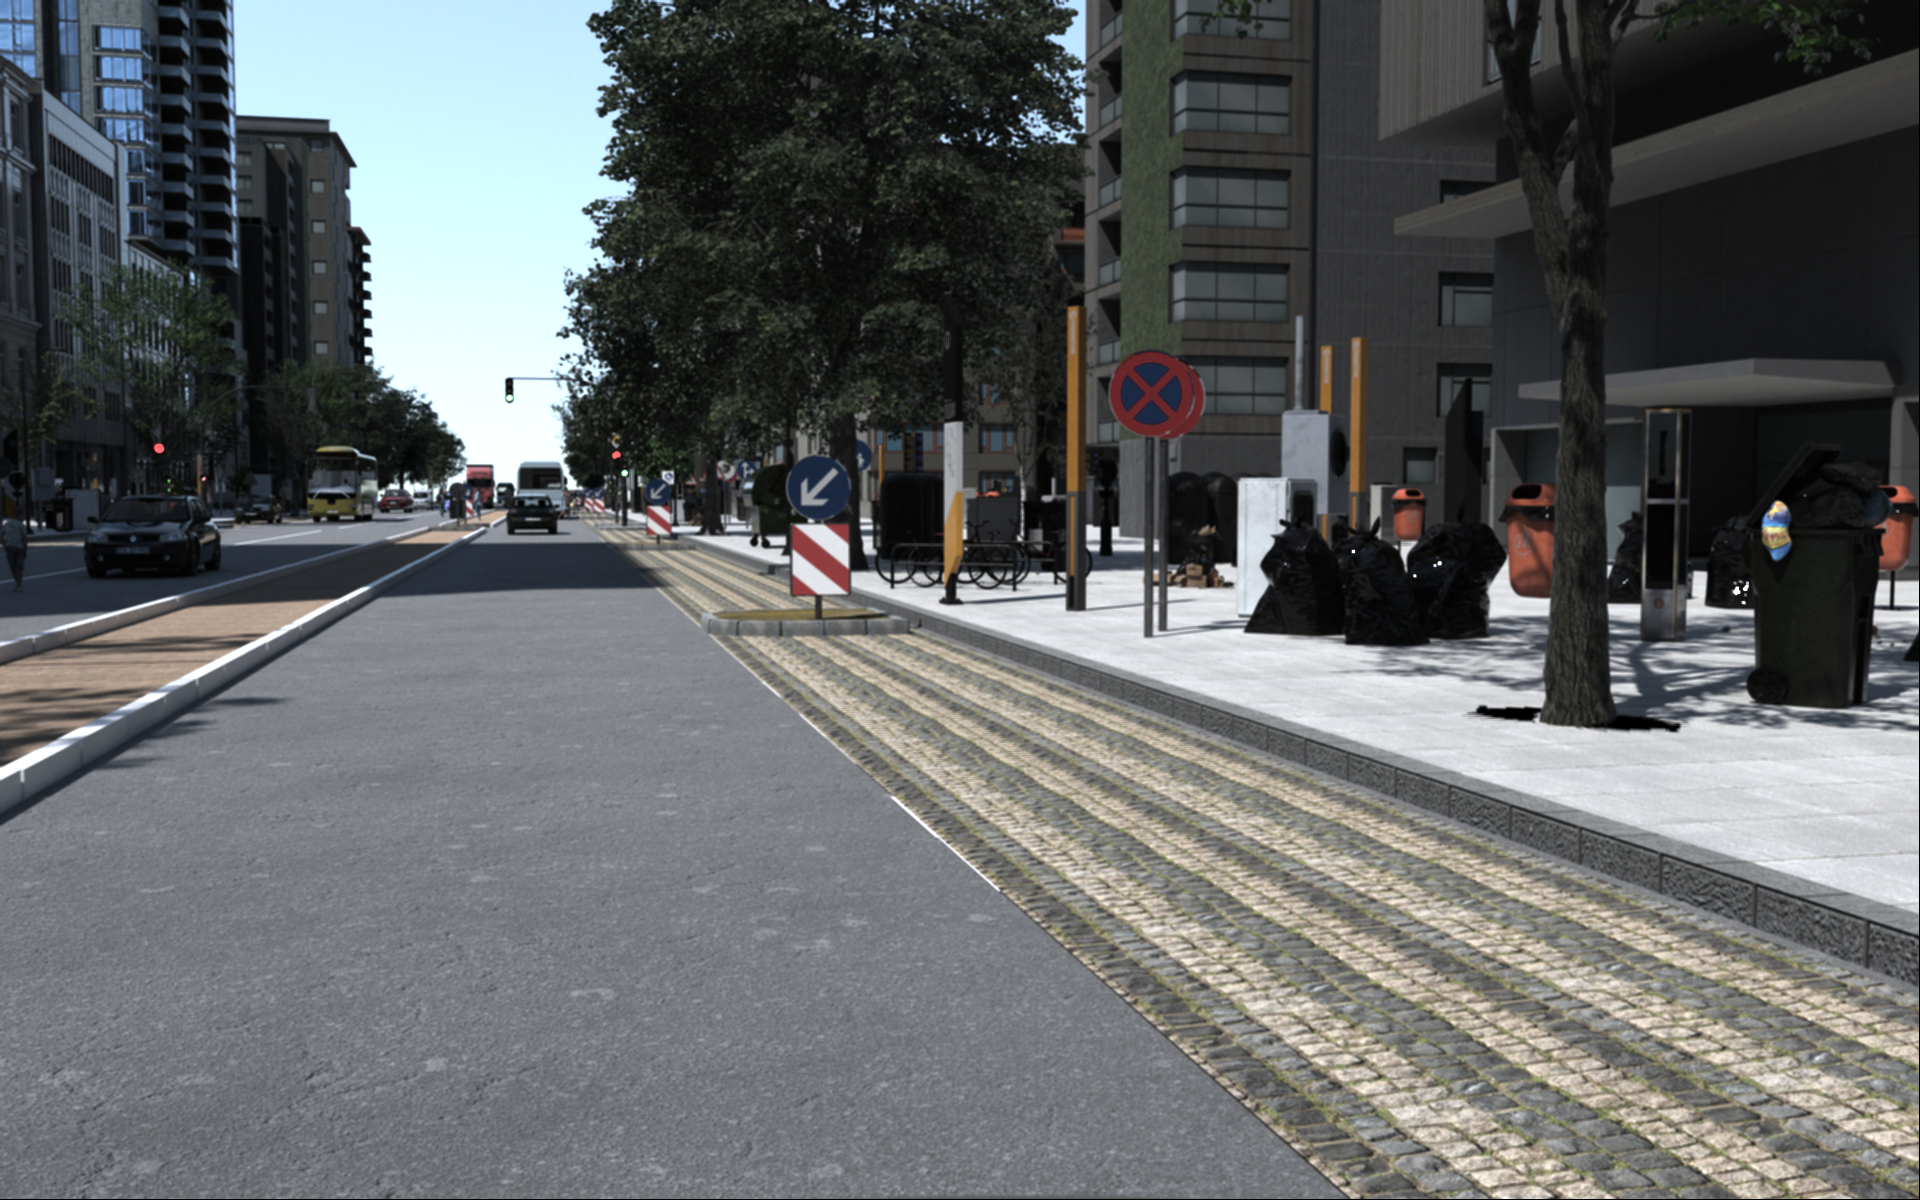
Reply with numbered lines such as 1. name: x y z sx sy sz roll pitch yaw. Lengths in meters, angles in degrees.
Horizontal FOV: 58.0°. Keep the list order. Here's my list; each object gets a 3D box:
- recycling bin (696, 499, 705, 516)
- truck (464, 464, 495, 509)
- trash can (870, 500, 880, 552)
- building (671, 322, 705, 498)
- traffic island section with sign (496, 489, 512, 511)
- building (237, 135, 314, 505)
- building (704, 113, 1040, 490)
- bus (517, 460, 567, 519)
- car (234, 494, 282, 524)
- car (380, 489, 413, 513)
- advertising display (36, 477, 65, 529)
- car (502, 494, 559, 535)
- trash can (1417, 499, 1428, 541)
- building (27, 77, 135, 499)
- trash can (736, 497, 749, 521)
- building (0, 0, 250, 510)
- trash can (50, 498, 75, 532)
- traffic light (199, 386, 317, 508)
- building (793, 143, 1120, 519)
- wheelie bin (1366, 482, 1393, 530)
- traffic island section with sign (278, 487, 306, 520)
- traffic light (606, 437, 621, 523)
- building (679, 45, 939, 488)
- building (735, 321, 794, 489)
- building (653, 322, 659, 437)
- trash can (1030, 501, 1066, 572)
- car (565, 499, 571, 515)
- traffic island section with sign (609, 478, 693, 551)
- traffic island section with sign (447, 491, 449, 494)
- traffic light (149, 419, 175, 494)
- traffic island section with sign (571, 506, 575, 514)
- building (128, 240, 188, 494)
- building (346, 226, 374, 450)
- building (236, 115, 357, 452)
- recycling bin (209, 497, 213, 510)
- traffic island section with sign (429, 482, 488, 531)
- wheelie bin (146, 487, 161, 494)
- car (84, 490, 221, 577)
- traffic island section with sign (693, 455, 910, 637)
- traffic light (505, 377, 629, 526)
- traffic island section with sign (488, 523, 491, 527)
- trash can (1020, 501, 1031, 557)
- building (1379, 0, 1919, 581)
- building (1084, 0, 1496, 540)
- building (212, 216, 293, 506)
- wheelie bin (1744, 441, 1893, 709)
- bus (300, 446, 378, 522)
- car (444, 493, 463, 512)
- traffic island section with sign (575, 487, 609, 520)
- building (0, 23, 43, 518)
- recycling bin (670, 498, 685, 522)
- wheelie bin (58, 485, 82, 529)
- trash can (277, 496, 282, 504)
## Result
1. recycling bin: -14.625 -5.163 96.975 0.722 1.027 0.722 3 5 40
2. truck: -46.111 -10.861 166.488 2.839 4.237 11.283 -1 4 -14
3. trash can: -1.639 -1.649 38.612 0.748 1.137 0.748 0 3 0
4. building: -34.873 -37.345 265.215 22.147 44.769 28.867 -1 4 -13
5. traffic island section with sign: -38.578 -8.537 147.718 2.006 1.907 1.989 -1 4 -13
6. building: -80.080 -31.068 191.552 14.154 41.232 14.086 -1 4 -13
7. building: -10.171 -29.900 180.741 32.217 40.220 23.993 -1 4 -13
8. bus: -24.733 -6.584 102.513 2.948 3.499 13.247 -1 4 -13
9. car: -34.286 -4.577 84.617 2.009 1.686 4.222 -1 4 -13
10. car: -43.254 -7.602 132.961 2.281 1.827 5.304 -1 4 -12
11. advertising display: -33.847 -3.623 64.453 0.974 1.923 0.123 -2 4 -35
12. car: -15.442 -3.218 62.403 2.009 1.686 4.222 -1 4 -15
13. trash can: 12.441 -2.194 47.521 0.748 1.137 0.748 0 3 0
14. building: -60.109 -17.679 107.069 12.078 24.808 19.932 -1 4 -13
15. trash can: -10.367 -4.361 82.961 0.748 1.137 0.748 0 3 0
16. building: -76.277 -51.425 153.478 22.319 86.520 31.000 -1 4 -13
17. trash can: -30.487 -2.888 58.867 0.748 1.137 0.748 0 3 0
18. traffic light: -29.585 -6.007 72.887 4.771 5.953 1.251 -1 4 -13
19. building: 6.283 -15.919 105.320 28.899 21.520 27.650 -1 4 -13
20. wheelie bin: 11.092 -2.291 45.369 0.693 1.594 0.980 -2 4 -31
21. traffic island section with sign: -36.920 -5.265 94.715 1.989 1.847 2.006 -1 4 -13
22. traffic light: -15.146 -5.342 76.269 0.839 4.253 0.868 -1 4 -13
23. building: -17.885 -37.658 204.943 28.713 52.752 27.495 -1 4 -13
24. building: -2.204 -17.784 135.814 27.650 21.520 28.899 -1 4 -13
25. building: -40.983 -41.251 294.065 23.786 49.044 30.456 -1 4 -13
26. trash can: 1.665 -1.038 28.624 0.748 1.137 0.748 0 3 0
27. car: -28.341 -6.712 121.543 2.131 1.459 4.920 -1 4 -15
28. traffic island section with sign: -7.903 -2.194 44.502 1.989 1.847 2.006 -1 4 -13
29. traffic island section with sign: -73.393 -14.694 248.873 1.989 1.847 2.006 -1 4 -13
30. traffic light: -29.762 -4.629 64.603 0.839 4.253 0.868 -1 4 -13
31. traffic island section with sign: -26.718 -7.059 124.041 1.989 1.847 2.006 -1 4 -13
32. building: -63.107 -16.937 126.067 9.793 20.994 18.267 -1 4 -13
33. building: -104.537 -37.783 272.383 22.147 44.769 28.867 -1 4 -13
34. building: -100.817 -40.054 244.114 28.713 52.752 27.495 -1 4 -13
35. recycling bin: -58.988 -7.522 135.538 0.722 1.027 0.722 3 5 39
36. traffic island section with sign: -19.570 -3.624 67.382 2.006 1.907 1.989 -1 4 -13
37. wheelie bin: -34.717 -4.086 74.711 0.980 1.594 0.693 -1 4 -17
38. car: -14.486 -1.309 31.185 2.009 1.686 4.222 -1 4 -15
39. traffic island section with sign: -1.704 -0.590 18.267 1.989 1.847 2.006 -1 4 -13
40. traffic light: -15.323 -5.701 67.879 4.771 5.953 1.251 -1 4 -13
41. traffic island section with sign: -21.267 -4.065 74.593 2.006 1.907 1.989 -1 4 -13
42. trash can: 1.581 -1.409 34.695 0.748 1.137 0.748 0 3 0
43. building: 24.780 -26.694 25.686 28.713 52.752 27.495 -1 4 -13
44. building: 11.210 -22.647 53.878 14.154 41.232 14.086 -1 4 -13
45. building: -77.378 -24.854 178.060 14.160 30.474 14.107 -1 4 -13
46. wheelie bin: 5.265 -0.166 10.615 0.693 1.594 0.980 3 5 42
47. bus: -32.870 -6.163 92.320 2.896 3.916 12.252 -1 4 -14
48. car: -40.273 -7.841 137.784 1.945 1.707 3.694 -1 4 -15
49. traffic island section with sign: -20.528 -5.454 97.804 1.989 1.847 2.006 -1 4 -13
50. building: -56.157 -18.423 87.127 13.634 28.700 20.117 -1 4 -13
51. recycling bin: -12.824 -4.102 79.625 0.722 1.027 0.722 0 4 -5
52. wheelie bin: -32.526 -3.404 63.558 0.980 1.594 0.693 -3 4 -37
53. trash can: -53.280 -7.588 135.716 0.748 1.137 0.748 0 3 0
